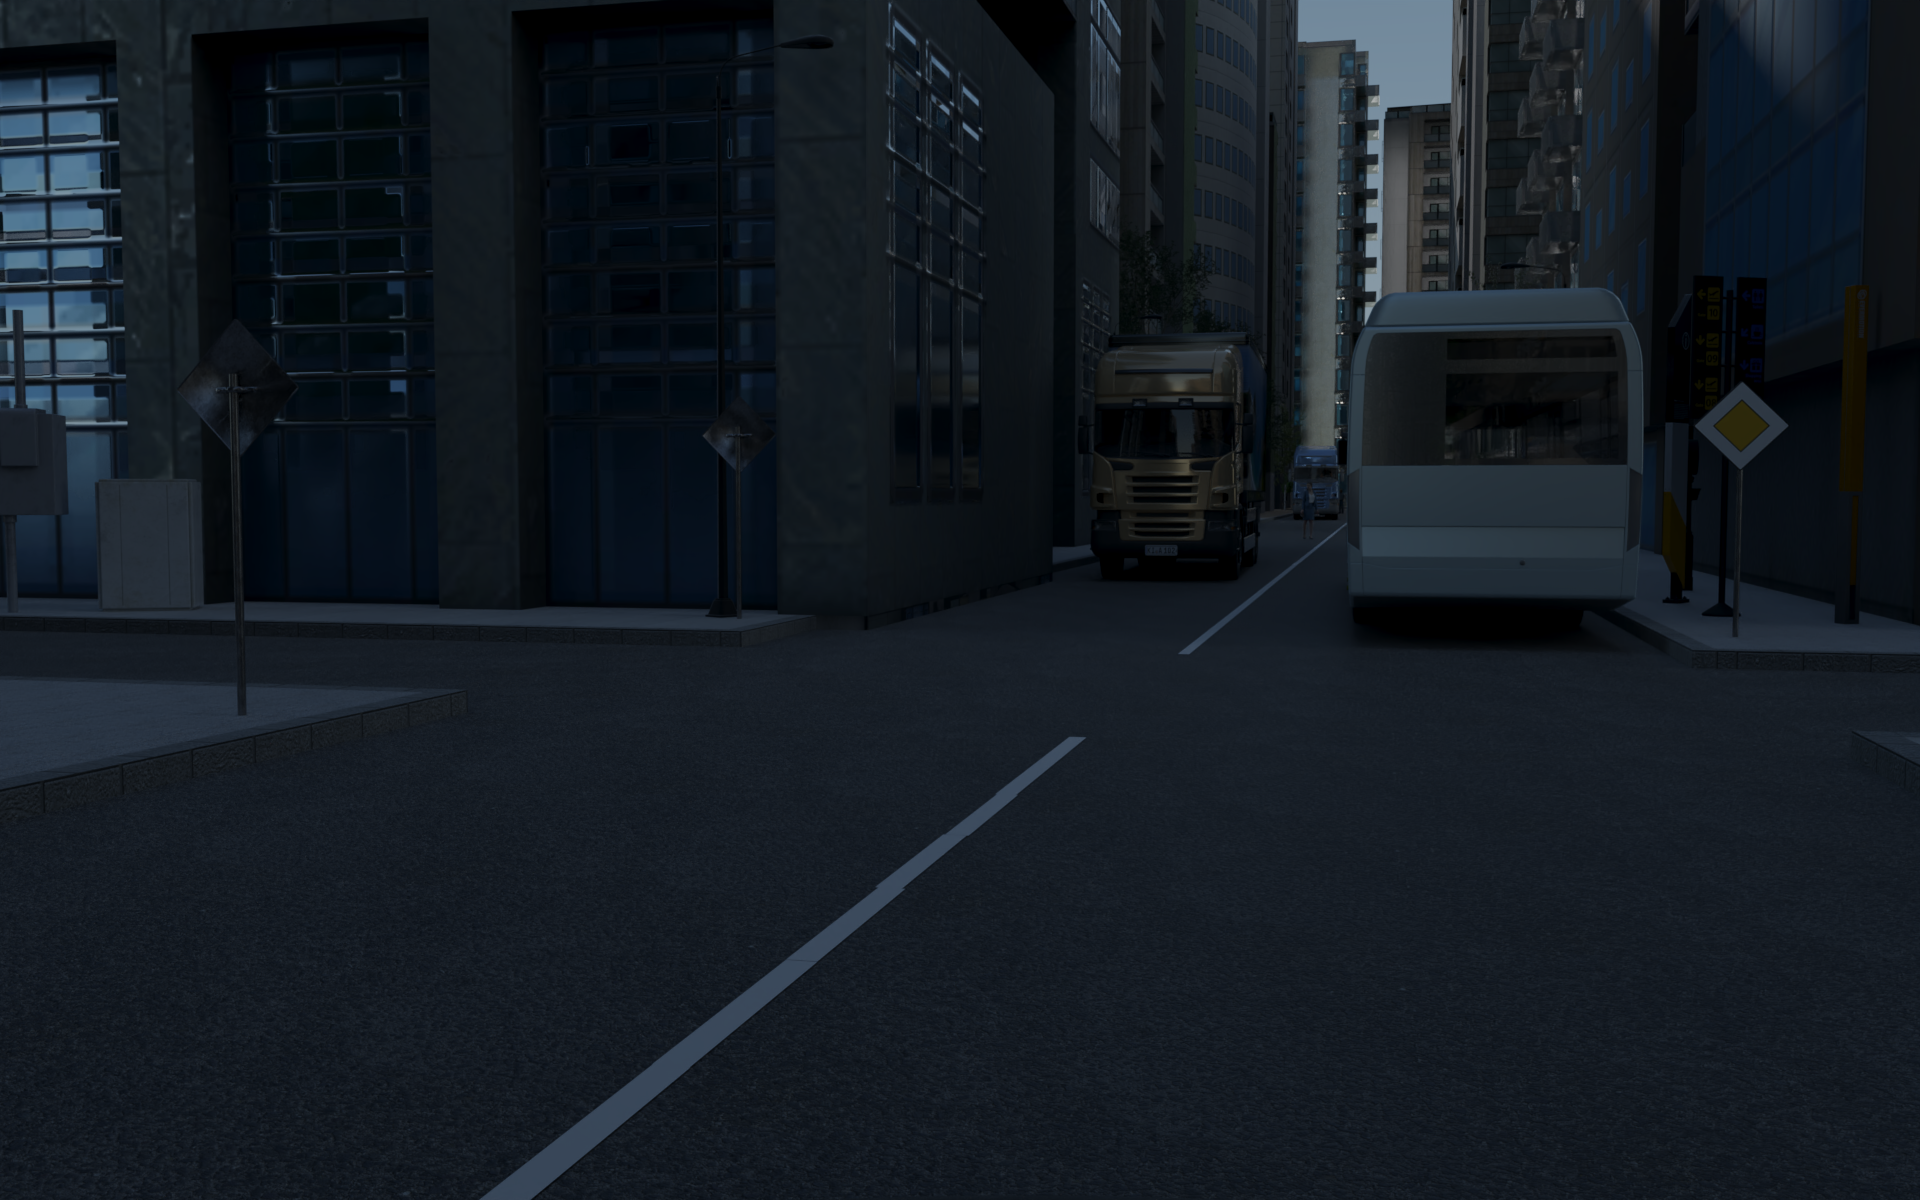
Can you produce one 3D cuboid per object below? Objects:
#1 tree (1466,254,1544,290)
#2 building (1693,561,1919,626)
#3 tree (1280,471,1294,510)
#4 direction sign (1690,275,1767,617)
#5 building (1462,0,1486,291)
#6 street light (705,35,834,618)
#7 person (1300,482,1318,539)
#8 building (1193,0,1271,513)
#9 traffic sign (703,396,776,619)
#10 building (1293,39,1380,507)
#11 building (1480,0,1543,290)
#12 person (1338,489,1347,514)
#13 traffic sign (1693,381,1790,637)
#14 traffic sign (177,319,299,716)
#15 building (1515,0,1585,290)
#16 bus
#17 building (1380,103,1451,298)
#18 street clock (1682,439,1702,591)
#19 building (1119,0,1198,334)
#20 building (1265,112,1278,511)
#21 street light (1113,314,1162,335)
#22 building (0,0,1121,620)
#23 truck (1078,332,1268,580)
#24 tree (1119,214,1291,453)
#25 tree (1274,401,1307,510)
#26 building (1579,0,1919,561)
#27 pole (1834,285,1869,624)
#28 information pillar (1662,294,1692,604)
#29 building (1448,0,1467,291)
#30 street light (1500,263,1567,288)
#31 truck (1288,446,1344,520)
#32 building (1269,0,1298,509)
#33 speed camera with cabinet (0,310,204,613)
[{"bbox_3d":[17.123,-6.290,53.196,4.360,8.622,3.978,0,3,0],"label":"tree"},{"bbox_3d":[17.243,-22.599,19.605,14.200,45.320,14.600,1,4,14],"label":"building"},{"bbox_3d":[26.596,-8.936,140.704,1.663,3.219,1.824,0,3,0],"label":"tree"},{"bbox_3d":[8.015,-1.598,18.127,0.876,3.537,0.379,-1,4,-15],"label":"direction sign"},{"bbox_3d":[44.993,-35.149,116.691,21.231,58.520,28.212,1,4,14],"label":"building"},{"bbox_3d":[-1.955,-2.769,17.813,1.470,5.913,1.316,1,4,14],"label":"street light"},{"bbox_3d":[11.127,-2.855,55.195,0.581,1.822,0.654,0,4,3],"label":"person"},{"bbox_3d":[7.466,-34.509,106.219,21.231,58.520,28.212,1,4,14],"label":"building"},{"bbox_3d":[-2.266,-0.862,17.743,0.795,2.450,0.064,1,4,14],"label":"traffic sign"},{"bbox_3d":[29.084,-34.632,185.834,30.456,49.044,23.786,1,4,14],"label":"building"},{"bbox_3d":[36.505,-19.926,97.497,14.160,30.474,14.107,1,4,14],"label":"building"},{"bbox_3d":[27.970,-7.253,127.163,0.705,1.814,1.350,-3,5,-43],"label":"person"},{"bbox_3d":[6.953,-0.724,15.476,0.795,2.450,0.064,1,4,14],"label":"traffic sign"},{"bbox_3d":[-4.162,-0.388,9.985,0.795,2.450,0.064,1,4,14],"label":"traffic sign"},{"bbox_3d":[34.322,-27.438,68.214,23.786,49.044,30.456,1,4,14],"label":"building"},{"bbox_3d":[6.270,-1.666,22.097,2.948,3.499,13.247,1,4,13],"label":"bus"},{"bbox_3d":[49.808,-30.099,175.717,14.086,41.232,14.154,1,4,14],"label":"building"},{"bbox_3d":[9.647,-1.127,22.998,0.358,2.002,0.471,1,4,17],"label":"street clock"},{"bbox_3d":[2.247,-23.807,72.845,14.154,41.232,14.086,1,4,14],"label":"building"},{"bbox_3d":[15.673,-21.735,127.076,14.160,30.474,14.107,1,4,14],"label":"building"},{"bbox_3d":[4.542,-4.435,45.049,1.470,5.913,1.316,1,4,14],"label":"street light"},{"bbox_3d":[-8.137,-44.071,33.232,22.319,86.520,31.000,1,4,14],"label":"building"},{"bbox_3d":[4.283,-2.667,32.511,2.839,4.237,11.283,1,4,12],"label":"truck"},{"bbox_3d":[6.166,-7.591,58.529,7.601,10.594,8.767,-1,4,-9],"label":"tree"},{"bbox_3d":[25.549,-11.395,136.678,4.737,8.622,4.395,0,3,0],"label":"tree"},{"bbox_3d":[22.703,-23.846,39.998,14.600,45.320,14.200,1,4,14],"label":"building"},{"bbox_3d":[8.777,-1.419,17.043,0.158,3.312,0.155,0,3,0],"label":"pole"},{"bbox_3d":[8.387,-1.768,20.256,0.183,3.616,0.504,3,5,44],"label":"information pillar"},{"bbox_3d":[54.796,-33.878,143.139,28.713,52.752,27.495,1,4,14],"label":"building"},{"bbox_3d":[11.540,-3.809,34.818,1.470,5.913,1.316,1,4,14],"label":"street light"},{"bbox_3d":[21.071,-6.890,102.410,2.967,4.110,18.799,1,4,12],"label":"truck"},{"bbox_3d":[19.389,-43.868,155.493,20.611,71.187,20.563,1,4,14],"label":"building"},{"bbox_3d":[-9.488,-1.510,19.025,2.038,3.252,0.660,-1,4,-13],"label":"speed camera with cabinet"}]
